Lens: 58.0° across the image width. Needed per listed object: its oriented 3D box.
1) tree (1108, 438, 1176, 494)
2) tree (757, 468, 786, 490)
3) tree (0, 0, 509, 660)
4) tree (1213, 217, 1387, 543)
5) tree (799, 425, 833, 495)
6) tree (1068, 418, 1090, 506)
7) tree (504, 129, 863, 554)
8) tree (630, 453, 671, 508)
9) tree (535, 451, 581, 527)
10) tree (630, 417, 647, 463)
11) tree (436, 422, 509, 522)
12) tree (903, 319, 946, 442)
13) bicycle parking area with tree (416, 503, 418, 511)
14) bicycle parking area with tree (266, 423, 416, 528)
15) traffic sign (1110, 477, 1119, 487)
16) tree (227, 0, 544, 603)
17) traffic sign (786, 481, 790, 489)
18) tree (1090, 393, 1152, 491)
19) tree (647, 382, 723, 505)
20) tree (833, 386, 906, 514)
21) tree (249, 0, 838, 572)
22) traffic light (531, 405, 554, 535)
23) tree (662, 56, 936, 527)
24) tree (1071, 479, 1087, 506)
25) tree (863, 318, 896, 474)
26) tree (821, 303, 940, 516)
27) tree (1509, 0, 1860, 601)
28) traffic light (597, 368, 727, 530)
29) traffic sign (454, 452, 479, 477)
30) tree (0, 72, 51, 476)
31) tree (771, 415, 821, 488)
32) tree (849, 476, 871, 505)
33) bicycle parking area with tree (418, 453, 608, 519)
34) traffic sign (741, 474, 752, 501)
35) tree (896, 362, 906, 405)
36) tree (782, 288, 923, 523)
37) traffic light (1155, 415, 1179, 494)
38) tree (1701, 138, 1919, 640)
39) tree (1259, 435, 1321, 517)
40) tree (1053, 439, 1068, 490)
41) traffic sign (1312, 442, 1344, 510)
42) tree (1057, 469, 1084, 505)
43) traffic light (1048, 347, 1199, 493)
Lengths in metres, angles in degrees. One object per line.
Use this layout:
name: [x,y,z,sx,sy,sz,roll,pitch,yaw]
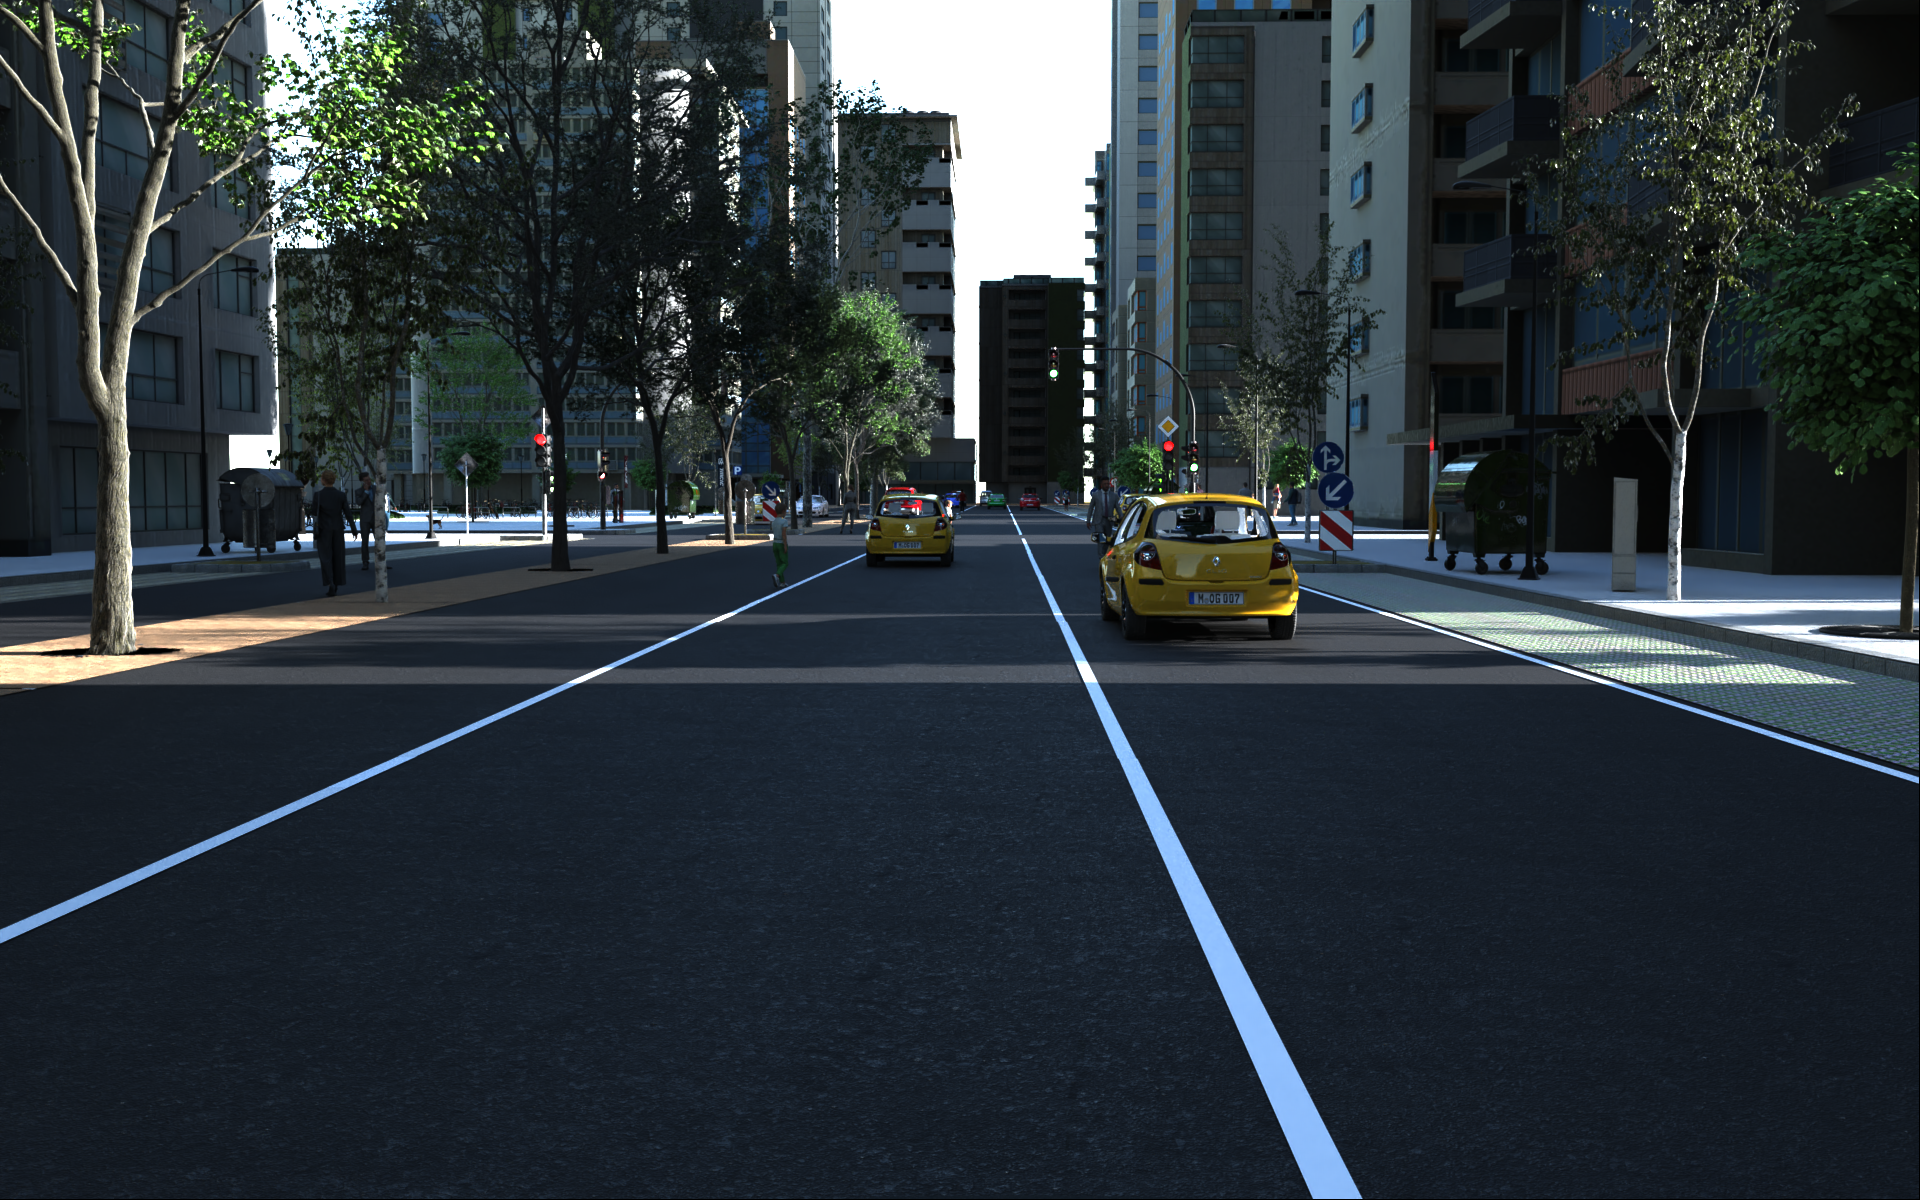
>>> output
tree: [10.649,-7.425,105.113,4.285,4.588,4.351,0,3,0]
tree: [-14.352,-8.510,133.733,1.663,3.219,1.824,0,3,0]
tree: [-7.464,-5.308,14.991,9.928,11.665,9.643,0,3,0]
tree: [8.957,-5.825,45.606,4.360,8.622,3.978,0,3,0]
tree: [-12.534,-12.644,157.091,4.360,8.622,3.978,0,3,0]
tree: [12.355,-12.792,159.504,4.360,8.622,3.978,0,3,0]
tree: [-7.091,-6.400,41.508,8.767,10.594,7.601,0,4,1]
tree: [-24.297,-9.320,136.099,4.285,4.588,4.351,0,3,0]
tree: [-15.818,-4.523,68.557,1.663,3.219,1.824,0,3,0]
tree: [-22.350,-10.998,130.174,4.360,8.622,3.978,0,3,0]
tree: [-22.234,-5.837,79.149,4.285,4.588,4.351,0,3,0]
tree: [-5.860,-11.332,98.099,12.009,13.543,11.850,0,3,0]
bicycle parking area with tree: [-41.138,-8.400,124.335,8.231,4.147,9.016,1,4,13]
bicycle parking area with tree: [-27.934,-4.958,68.060,9.016,4.147,8.231,2,4,24]
traffic sign: [11.519,-7.877,128.897,0.768,2.556,0.104,0,4,6]
tree: [-7.643,-4.282,22.833,4.360,8.622,3.978,0,3,0]
traffic sign: [-13.007,-7.956,132.205,0.606,2.300,0.079,0,4,3]
tree: [12.526,-11.116,132.105,4.360,8.622,3.978,0,3,0]
tree: [-15.232,-8.976,97.114,4.360,8.622,3.978,0,3,0]
tree: [-5.479,-9.400,106.510,4.360,8.622,3.978,0,3,0]
tree: [-7.373,-7.260,31.536,12.009,13.543,11.850,0,3,0]
traffic light: [-13.047,-4.003,54.366,0.839,4.253,0.868,0,4,1]
tree: [-7.727,-13.216,74.432,12.611,20.169,13.585,0,3,0]
tree: [13.015,-11.916,189.420,1.663,3.219,1.824,0,3,0]
tree: [-6.502,-6.869,49.183,8.767,10.594,7.601,0,4,1]
tree: [-5.706,-12.543,114.184,9.857,13.997,8.962,0,3,0]
tree: [8.685,-4.315,20.907,4.360,8.622,3.978,0,3,0]
traffic light: [-10.760,-5.362,62.333,4.771,5.953,1.251,0,4,1]
traffic sign: [-15.569,-3.358,54.636,0.795,2.593,0.064,0,4,4]
tree: [-16.506,-4.727,27.653,4.360,8.622,3.978,0,3,0]
tree: [-13.462,-11.639,140.665,4.737,8.622,4.395,0,3,0]
tree: [-11.820,-13.516,204.699,4.285,4.588,4.351,0,3,0]
bicycle parking area with tree: [-23.373,-6.423,92.020,8.231,4.147,9.016,-2,4,-31]
traffic sign: [-13.517,-6.698,109.611,0.768,2.556,0.104,0,4,7]
tree: [-6.128,-7.806,64.497,8.767,10.594,7.601,0,4,1]
tree: [-5.616,-9.666,86.245,9.928,11.665,9.643,0,3,0]
traffic light: [7.402,-4.462,61.876,0.839,4.253,0.868,0,4,1]
tree: [8.593,-1.960,15.768,4.285,4.588,4.351,0,3,0]
tree: [18.392,-6.897,96.475,4.285,4.588,4.351,0,3,0]
tree: [12.208,-14.181,182.221,4.360,8.622,3.978,0,3,0]
traffic sign: [8.972,-2.580,42.289,0.768,2.556,0.104,0,4,6]
tree: [12.936,-13.401,202.817,4.285,4.588,4.351,0,3,0]
traffic light: [5.115,-4.840,53.802,4.771,5.953,1.251,0,4,1]
